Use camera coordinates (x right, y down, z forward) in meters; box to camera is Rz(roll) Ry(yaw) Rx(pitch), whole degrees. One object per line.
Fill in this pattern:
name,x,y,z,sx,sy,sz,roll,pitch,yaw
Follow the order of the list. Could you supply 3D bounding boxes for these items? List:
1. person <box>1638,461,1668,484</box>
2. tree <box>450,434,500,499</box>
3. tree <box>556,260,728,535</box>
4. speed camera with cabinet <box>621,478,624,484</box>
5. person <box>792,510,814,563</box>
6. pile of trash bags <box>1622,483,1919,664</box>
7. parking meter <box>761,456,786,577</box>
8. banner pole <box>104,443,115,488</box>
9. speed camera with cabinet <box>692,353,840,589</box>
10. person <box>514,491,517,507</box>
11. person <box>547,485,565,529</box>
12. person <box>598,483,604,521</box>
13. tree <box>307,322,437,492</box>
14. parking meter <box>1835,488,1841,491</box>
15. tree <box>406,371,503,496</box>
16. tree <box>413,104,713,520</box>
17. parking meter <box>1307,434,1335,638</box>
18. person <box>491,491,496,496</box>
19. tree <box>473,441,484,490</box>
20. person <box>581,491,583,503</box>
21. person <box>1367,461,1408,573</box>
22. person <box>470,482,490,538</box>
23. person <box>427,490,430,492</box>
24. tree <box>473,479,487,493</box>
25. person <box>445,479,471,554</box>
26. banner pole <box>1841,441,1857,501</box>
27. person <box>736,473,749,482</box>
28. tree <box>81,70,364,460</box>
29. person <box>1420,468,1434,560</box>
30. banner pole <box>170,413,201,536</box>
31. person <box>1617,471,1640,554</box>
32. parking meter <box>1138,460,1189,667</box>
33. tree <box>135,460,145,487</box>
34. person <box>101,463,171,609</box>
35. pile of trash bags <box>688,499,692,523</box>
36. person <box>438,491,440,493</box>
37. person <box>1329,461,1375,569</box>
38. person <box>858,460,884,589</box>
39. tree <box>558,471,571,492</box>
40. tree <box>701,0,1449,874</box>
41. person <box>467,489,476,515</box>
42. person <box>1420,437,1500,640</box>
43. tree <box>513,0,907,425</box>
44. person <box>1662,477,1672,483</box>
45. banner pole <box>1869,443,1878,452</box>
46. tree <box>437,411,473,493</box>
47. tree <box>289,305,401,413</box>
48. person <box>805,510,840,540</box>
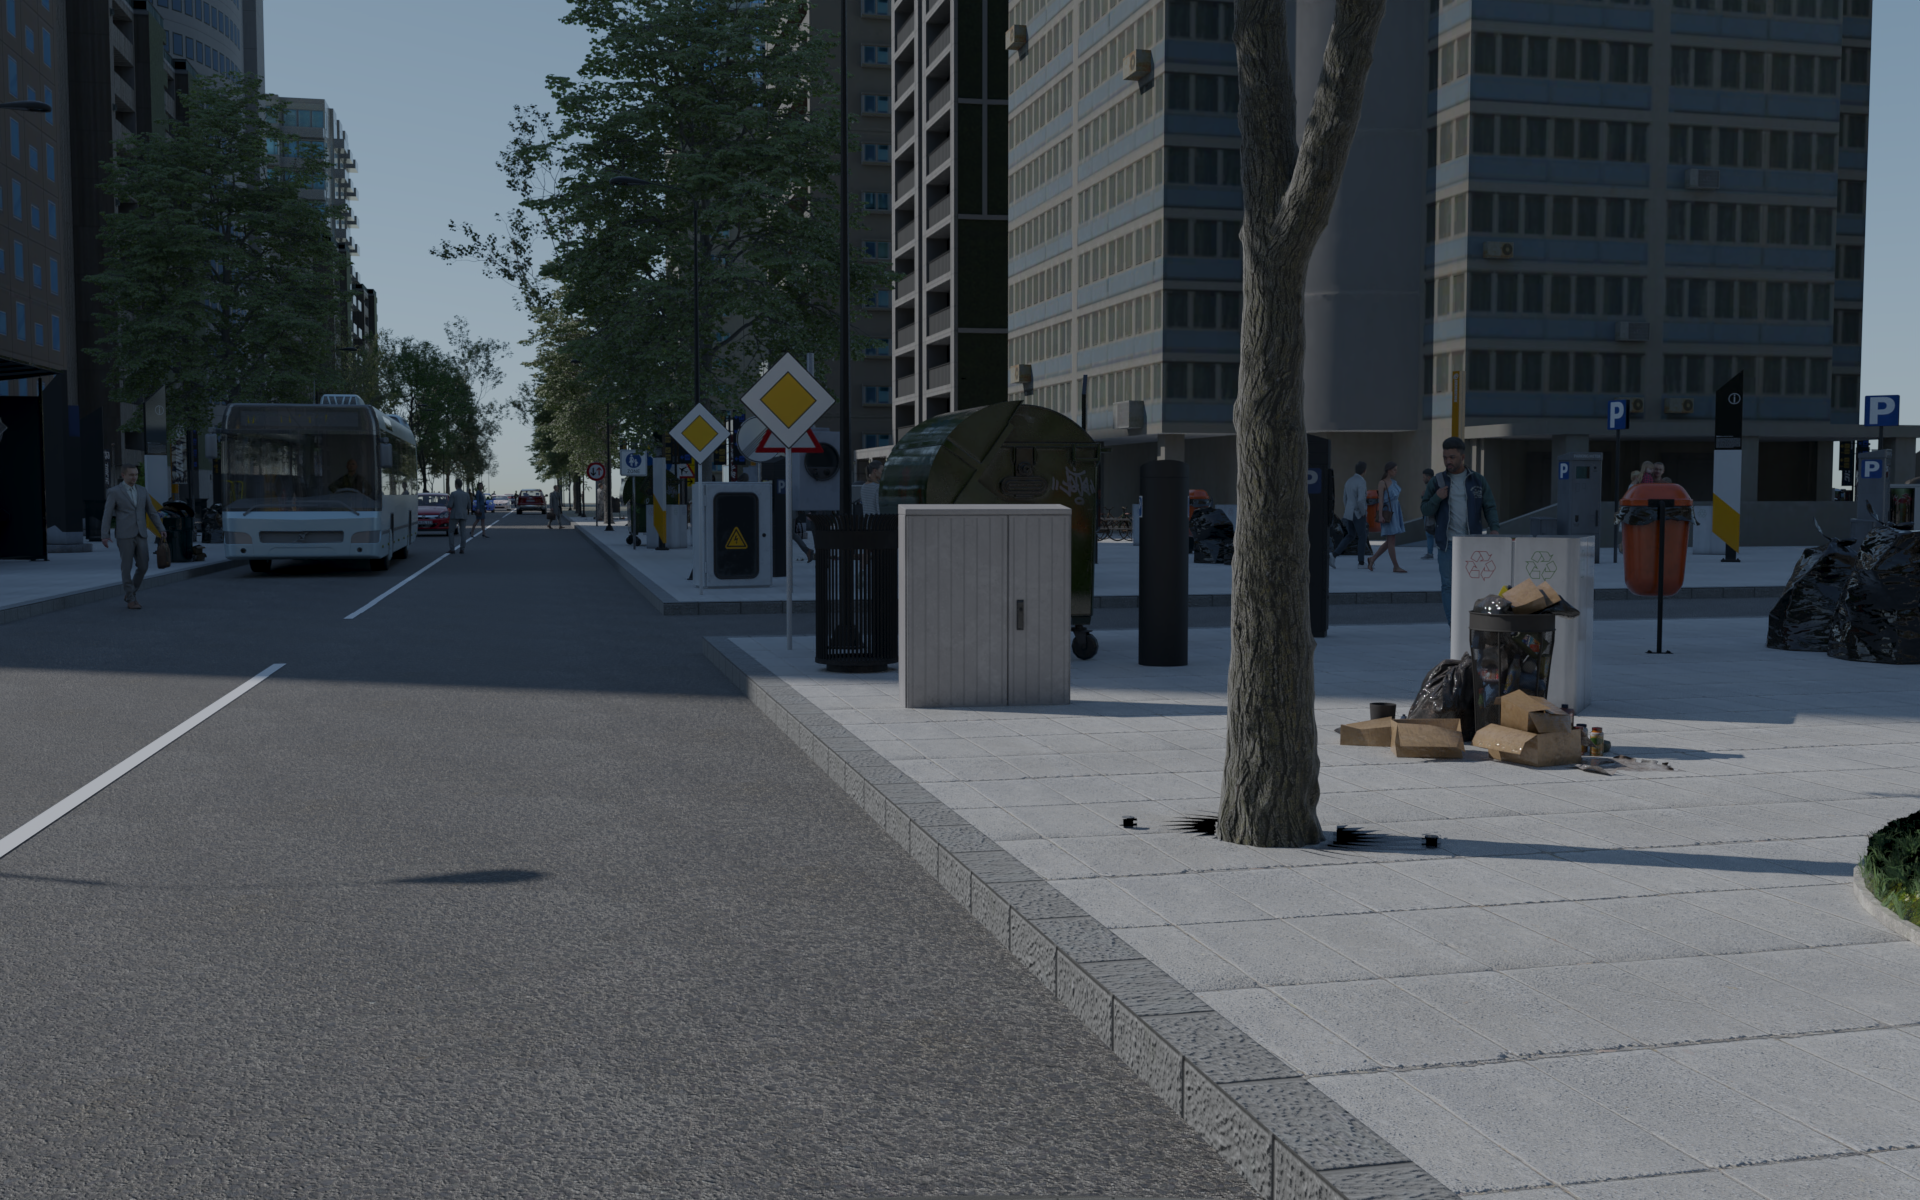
person,11.488,-1.396,28.836,0.573,1.828,0.580,3,5,44
tree,-60.282,-17.070,213.509,7.601,10.594,8.767,0,4,-8
tree,-9.584,-6.330,53.853,4.737,8.622,4.395,0,3,0
speed camera with cabinet,-17.960,-6.166,95.153,0.660,3.252,2.038,1,4,13
person,-3.132,-1.587,31.950,0.822,1.834,0.622,0,4,6
pile of trash bags,7.058,-0.253,13.881,3.447,1.369,1.912,1,4,11
parking meter,-2.868,-1.290,26.800,0.255,1.863,0.399,2,4,33
banner pole,-41.779,-5.815,85.099,0.401,3.779,0.863,2,4,31
speed camera with cabinet,-2.643,-1.811,23.939,2.038,3.252,0.660,-2,4,-25
person,-47.877,-10.913,186.946,0.705,1.821,1.348,1,4,11
person,-16.716,-3.855,71.636,0.767,1.812,0.694,2,4,28
person,-17.116,-4.681,82.782,0.583,1.804,0.606,-3,5,-43
tree,-25.588,-7.531,73.494,4.737,8.622,4.395,0,3,0
parking meter,37.674,-4.042,74.497,0.372,1.533,0.369,0,3,0
tree,-45.906,-14.557,155.010,9.611,12.733,9.660,0,3,0
tree,-19.104,-14.064,85.828,12.611,20.169,13.585,0,3,0
parking meter,3.150,-0.602,15.553,0.399,1.863,0.255,1,4,17
person,-50.621,-10.939,187.794,0.683,1.767,0.568,-1,4,-20
tree,-55.716,-15.087,197.035,4.737,8.622,4.395,0,3,0
person,-54.381,-14.805,248.900,0.742,1.727,0.445,2,4,35
person,6.945,-1.351,28.229,0.616,1.811,0.778,-3,5,-42
person,-15.787,-2.958,56.894,0.654,1.822,0.581,1,4,23
person,-39.897,-7.522,129.480,0.683,1.767,0.568,2,4,28
tree,-56.707,-12.805,203.966,1.663,3.219,1.824,0,3,0
person,-12.142,-2.023,41.782,0.583,1.804,0.606,3,4,37
banner pole,34.485,-4.711,67.035,0.401,3.779,0.863,-2,4,-28
person,-5.269,-2.128,41.097,0.793,1.790,0.793,-3,5,-44
tree,-19.891,-7.868,46.773,7.486,12.596,7.792,0,3,0
person,9.247,-1.682,33.897,0.721,1.781,0.623,-1,4,-17
banner pole,-23.565,-3.831,52.659,0.401,3.779,0.863,3,5,42
person,14.423,-1.876,37.072,0.694,1.780,0.624,-3,5,-42
parking meter,1.529,-0.280,12.994,0.372,1.533,0.369,0,3,0
tree,-41.814,-5.770,88.939,1.663,3.219,1.824,0,3,0
person,-10.312,-0.795,21.621,0.853,1.813,0.709,2,4,34
pile of trash bags,-12.638,-4.135,77.357,1.912,1.369,3.447,-1,4,-22
person,-51.634,-9.953,171.967,0.721,1.736,1.217,1,4,16
person,6.709,-1.452,29.621,0.795,1.843,0.661,-1,4,-13
person,-1.136,-0.996,23.079,0.466,1.731,0.760,1,4,16
tree,-39.709,-13.817,176.272,4.360,8.622,3.978,0,3,0
tree,1.324,-4.919,6.182,9.928,11.665,9.643,0,3,0
person,-33.734,-6.768,119.257,1.348,1.812,0.705,-1,4,-22
person,4.380,-0.541,15.231,0.623,1.781,0.721,0,4,1
tree,-4.862,-7.092,34.083,7.486,12.596,7.792,0,3,0
person,13.456,-1.541,33.048,0.589,1.601,0.330,0,4,-6
banner pole,44.596,-5.794,84.746,0.863,3.779,0.401,-2,4,-24
tree,-40.615,-11.178,133.121,4.737,8.622,4.395,0,3,0
tree,-24.055,-7.106,66.545,4.360,8.622,3.978,0,3,0
person,-2.409,-1.481,30.039,0.659,1.850,0.755,0,4,2
